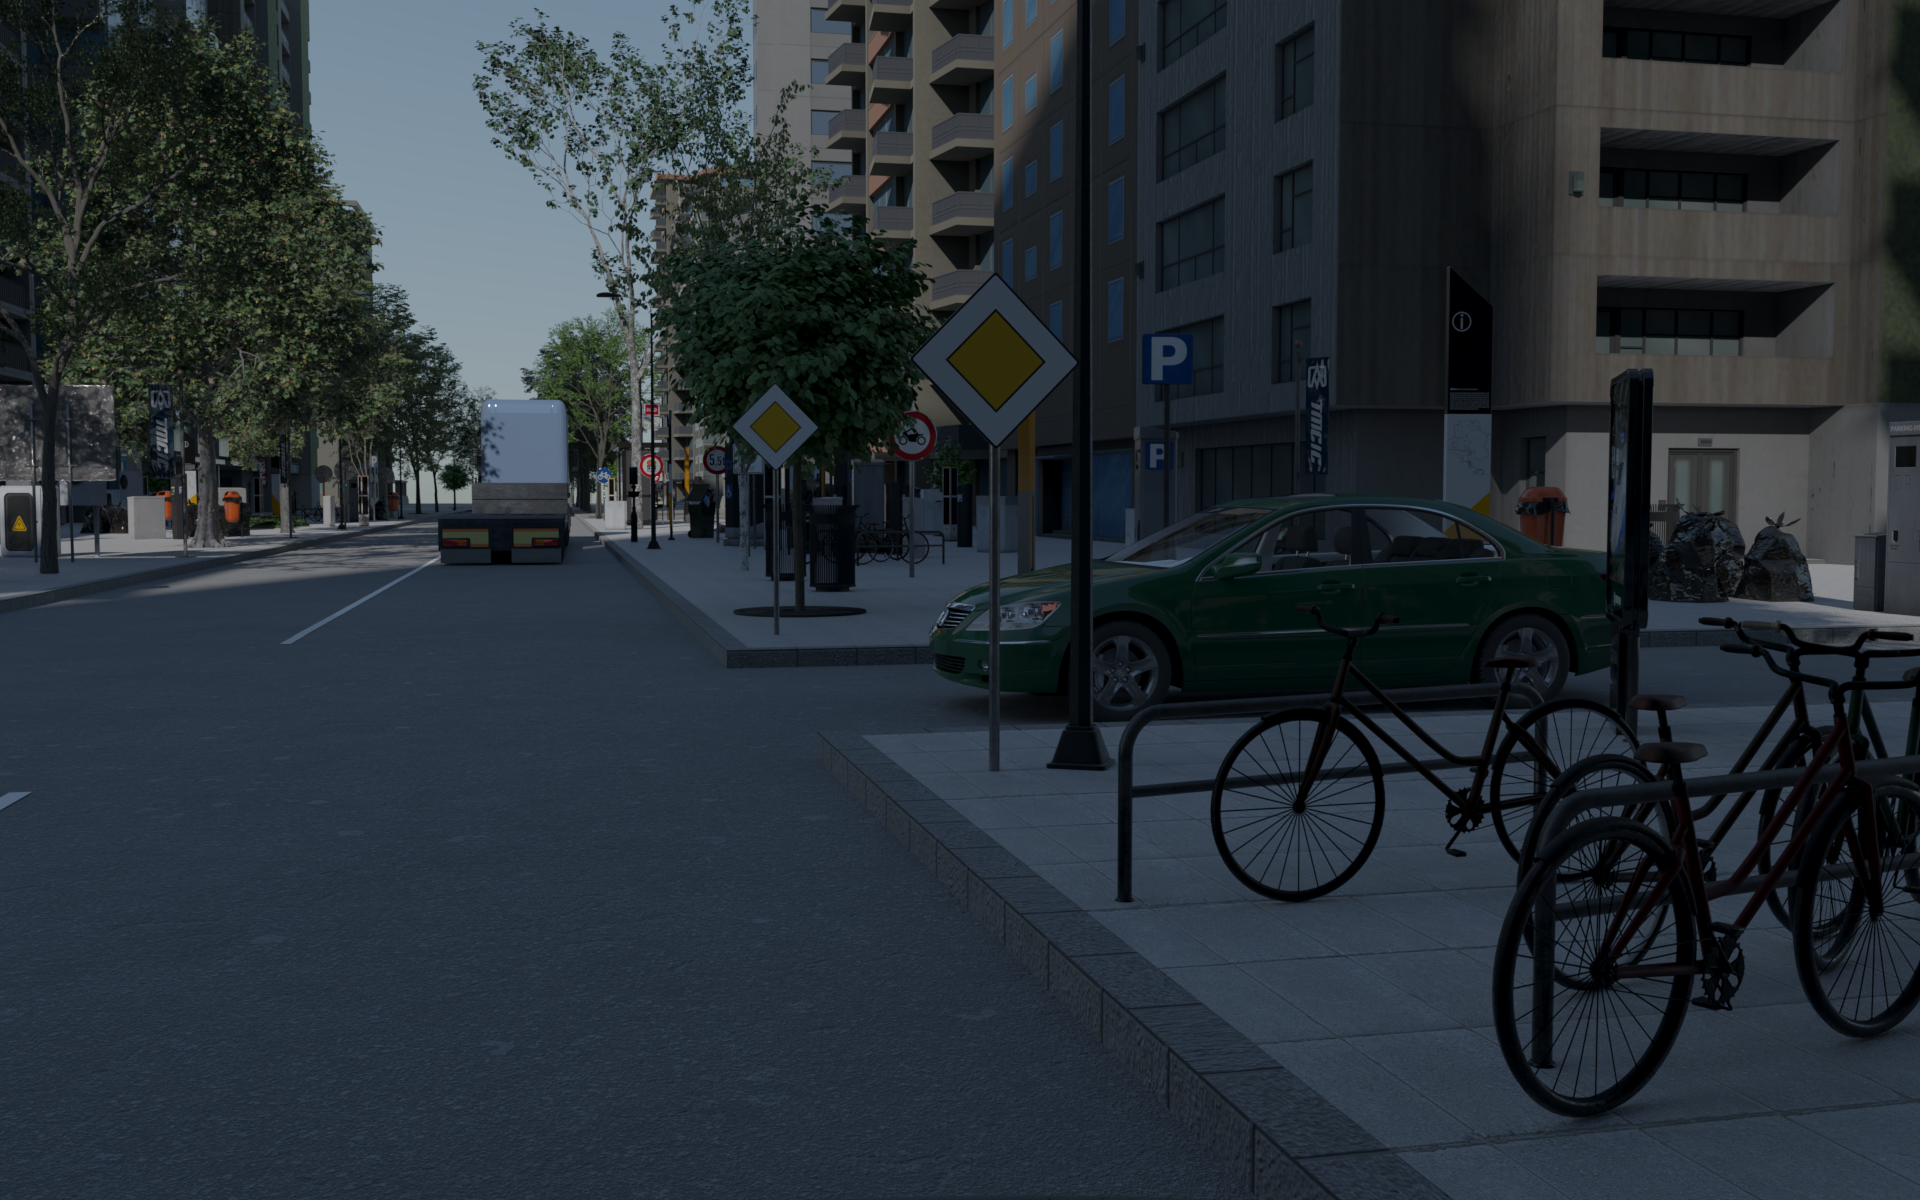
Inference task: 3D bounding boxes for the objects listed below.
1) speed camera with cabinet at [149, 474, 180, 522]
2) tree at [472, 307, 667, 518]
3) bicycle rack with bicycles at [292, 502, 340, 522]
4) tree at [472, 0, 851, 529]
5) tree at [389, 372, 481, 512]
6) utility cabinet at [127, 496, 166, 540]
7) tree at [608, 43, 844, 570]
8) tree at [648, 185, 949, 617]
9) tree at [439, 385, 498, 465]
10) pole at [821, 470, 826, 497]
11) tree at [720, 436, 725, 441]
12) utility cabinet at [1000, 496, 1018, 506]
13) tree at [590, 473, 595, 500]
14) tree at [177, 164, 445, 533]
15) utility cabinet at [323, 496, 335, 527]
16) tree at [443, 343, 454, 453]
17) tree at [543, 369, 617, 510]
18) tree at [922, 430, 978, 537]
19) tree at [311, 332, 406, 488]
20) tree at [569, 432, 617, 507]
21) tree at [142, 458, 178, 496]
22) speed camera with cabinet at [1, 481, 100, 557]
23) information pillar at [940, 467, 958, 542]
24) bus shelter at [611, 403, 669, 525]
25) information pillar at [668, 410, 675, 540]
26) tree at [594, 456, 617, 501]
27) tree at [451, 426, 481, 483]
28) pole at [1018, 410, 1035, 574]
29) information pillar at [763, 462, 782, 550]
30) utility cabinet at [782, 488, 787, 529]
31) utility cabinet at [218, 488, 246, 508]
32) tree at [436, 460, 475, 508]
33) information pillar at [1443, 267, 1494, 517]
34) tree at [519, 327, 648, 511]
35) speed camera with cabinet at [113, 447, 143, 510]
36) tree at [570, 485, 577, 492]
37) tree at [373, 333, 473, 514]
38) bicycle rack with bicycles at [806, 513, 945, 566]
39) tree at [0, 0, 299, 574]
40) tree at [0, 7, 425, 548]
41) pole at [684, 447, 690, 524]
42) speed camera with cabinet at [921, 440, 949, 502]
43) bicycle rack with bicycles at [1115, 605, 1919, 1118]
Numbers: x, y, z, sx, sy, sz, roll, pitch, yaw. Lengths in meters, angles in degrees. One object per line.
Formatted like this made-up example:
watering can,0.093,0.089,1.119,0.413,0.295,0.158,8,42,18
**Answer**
speed camera with cabinet,-36.290,-5.215,79.604,2.038,3.252,0.660,1,4,18
tree,-19.662,-10.335,94.740,9.928,11.665,9.643,0,3,0
bicycle rack with bicycles,-29.470,-4.113,80.631,2.925,0.926,2.852,-1,4,-15
tree,-10.328,-12.594,61.800,12.611,20.169,13.585,0,3,0
tree,-37.630,-11.620,124.393,8.767,10.594,7.601,-1,4,-17
utility cabinet,-23.090,-2.325,49.168,0.306,1.237,1.020,2,4,27
tree,-3.639,-4.789,28.668,4.737,8.622,4.395,0,3,0
tree,-1.663,-2.135,18.623,4.285,4.588,4.351,0,3,0
tree,-53.484,-17.287,193.018,12.009,13.543,11.850,0,3,0
pole,-3.516,-3.073,44.086,0.158,3.312,0.155,0,3,0
tree,-8.668,-7.587,74.409,4.360,8.622,3.978,0,3,0
utility cabinet,1.332,-2.234,47.681,0.306,1.237,1.020,2,4,26
tree,-32.739,-9.779,154.488,1.663,3.219,1.824,0,3,0
tree,-21.795,-8.443,56.168,7.486,12.596,7.792,0,3,0
utility cabinet,-24.963,-3.508,68.514,0.306,1.237,1.020,-1,4,-11
tree,-31.338,-10.728,93.523,7.486,12.596,7.792,0,3,0
tree,-31.465,-13.692,141.990,7.486,12.596,7.792,0,3,0
tree,-0.432,-3.539,52.468,1.663,3.219,1.824,0,3,0
tree,-25.212,-7.496,72.921,4.360,8.622,3.978,0,3,0
tree,-38.148,-15.668,173.175,9.611,12.733,9.660,0,3,0
tree,-35.480,-4.987,76.134,1.663,3.219,1.824,0,3,0
speed camera with cabinet,-18.432,-2.497,35.157,2.038,3.252,0.660,1,4,9
information pillar,-0.263,-2.584,46.739,0.304,2.012,0.304,3,5,44
bus shelter,-13.734,-5.896,74.036,2.179,5.291,8.768,-1,4,-13
information pillar,-8.039,-3.472,48.128,0.183,3.616,0.504,0,4,-8
tree,-17.157,-5.636,86.748,1.663,3.219,1.824,0,3,0
tree,-49.083,-13.718,174.645,4.360,8.622,3.978,0,3,0
pole,0.798,-1.645,20.736,0.158,3.312,0.155,0,3,0
information pillar,-4.292,-2.153,39.698,0.304,2.012,0.304,2,4,29
utility cabinet,-5.878,-3.274,62.209,1.173,1.500,0.318,0,4,-7
utility cabinet,-25.574,-3.176,60.603,0.318,1.500,1.173,2,4,33
tree,-46.060,-10.644,157.745,4.285,4.588,4.351,0,3,0
information pillar,5.254,-1.628,17.981,0.504,3.616,0.183,0,4,-4
tree,-28.090,-13.628,129.479,9.857,13.997,8.962,0,3,0
speed camera with cabinet,-31.458,-4.321,64.991,2.038,3.252,0.660,3,4,37
tree,-40.975,-14.525,187.848,4.360,8.622,3.978,0,3,0
tree,-34.998,-11.331,111.022,9.928,11.665,9.643,0,3,0
bicycle rack with bicycles,-1.710,-1.140,32.014,2.925,0.926,2.852,-2,4,-29
tree,-14.640,-5.680,27.276,8.767,10.594,7.601,-1,4,-12
tree,-18.077,-7.607,41.377,9.611,12.733,9.660,0,3,0
pole,-11.860,-4.978,75.226,0.158,3.312,0.155,0,3,0
speed camera with cabinet,-0.993,-3.999,59.727,2.038,3.252,0.660,3,5,42
bicycle rack with bicycles,1.901,0.513,4.996,2.925,0.926,2.852,-2,4,-25
